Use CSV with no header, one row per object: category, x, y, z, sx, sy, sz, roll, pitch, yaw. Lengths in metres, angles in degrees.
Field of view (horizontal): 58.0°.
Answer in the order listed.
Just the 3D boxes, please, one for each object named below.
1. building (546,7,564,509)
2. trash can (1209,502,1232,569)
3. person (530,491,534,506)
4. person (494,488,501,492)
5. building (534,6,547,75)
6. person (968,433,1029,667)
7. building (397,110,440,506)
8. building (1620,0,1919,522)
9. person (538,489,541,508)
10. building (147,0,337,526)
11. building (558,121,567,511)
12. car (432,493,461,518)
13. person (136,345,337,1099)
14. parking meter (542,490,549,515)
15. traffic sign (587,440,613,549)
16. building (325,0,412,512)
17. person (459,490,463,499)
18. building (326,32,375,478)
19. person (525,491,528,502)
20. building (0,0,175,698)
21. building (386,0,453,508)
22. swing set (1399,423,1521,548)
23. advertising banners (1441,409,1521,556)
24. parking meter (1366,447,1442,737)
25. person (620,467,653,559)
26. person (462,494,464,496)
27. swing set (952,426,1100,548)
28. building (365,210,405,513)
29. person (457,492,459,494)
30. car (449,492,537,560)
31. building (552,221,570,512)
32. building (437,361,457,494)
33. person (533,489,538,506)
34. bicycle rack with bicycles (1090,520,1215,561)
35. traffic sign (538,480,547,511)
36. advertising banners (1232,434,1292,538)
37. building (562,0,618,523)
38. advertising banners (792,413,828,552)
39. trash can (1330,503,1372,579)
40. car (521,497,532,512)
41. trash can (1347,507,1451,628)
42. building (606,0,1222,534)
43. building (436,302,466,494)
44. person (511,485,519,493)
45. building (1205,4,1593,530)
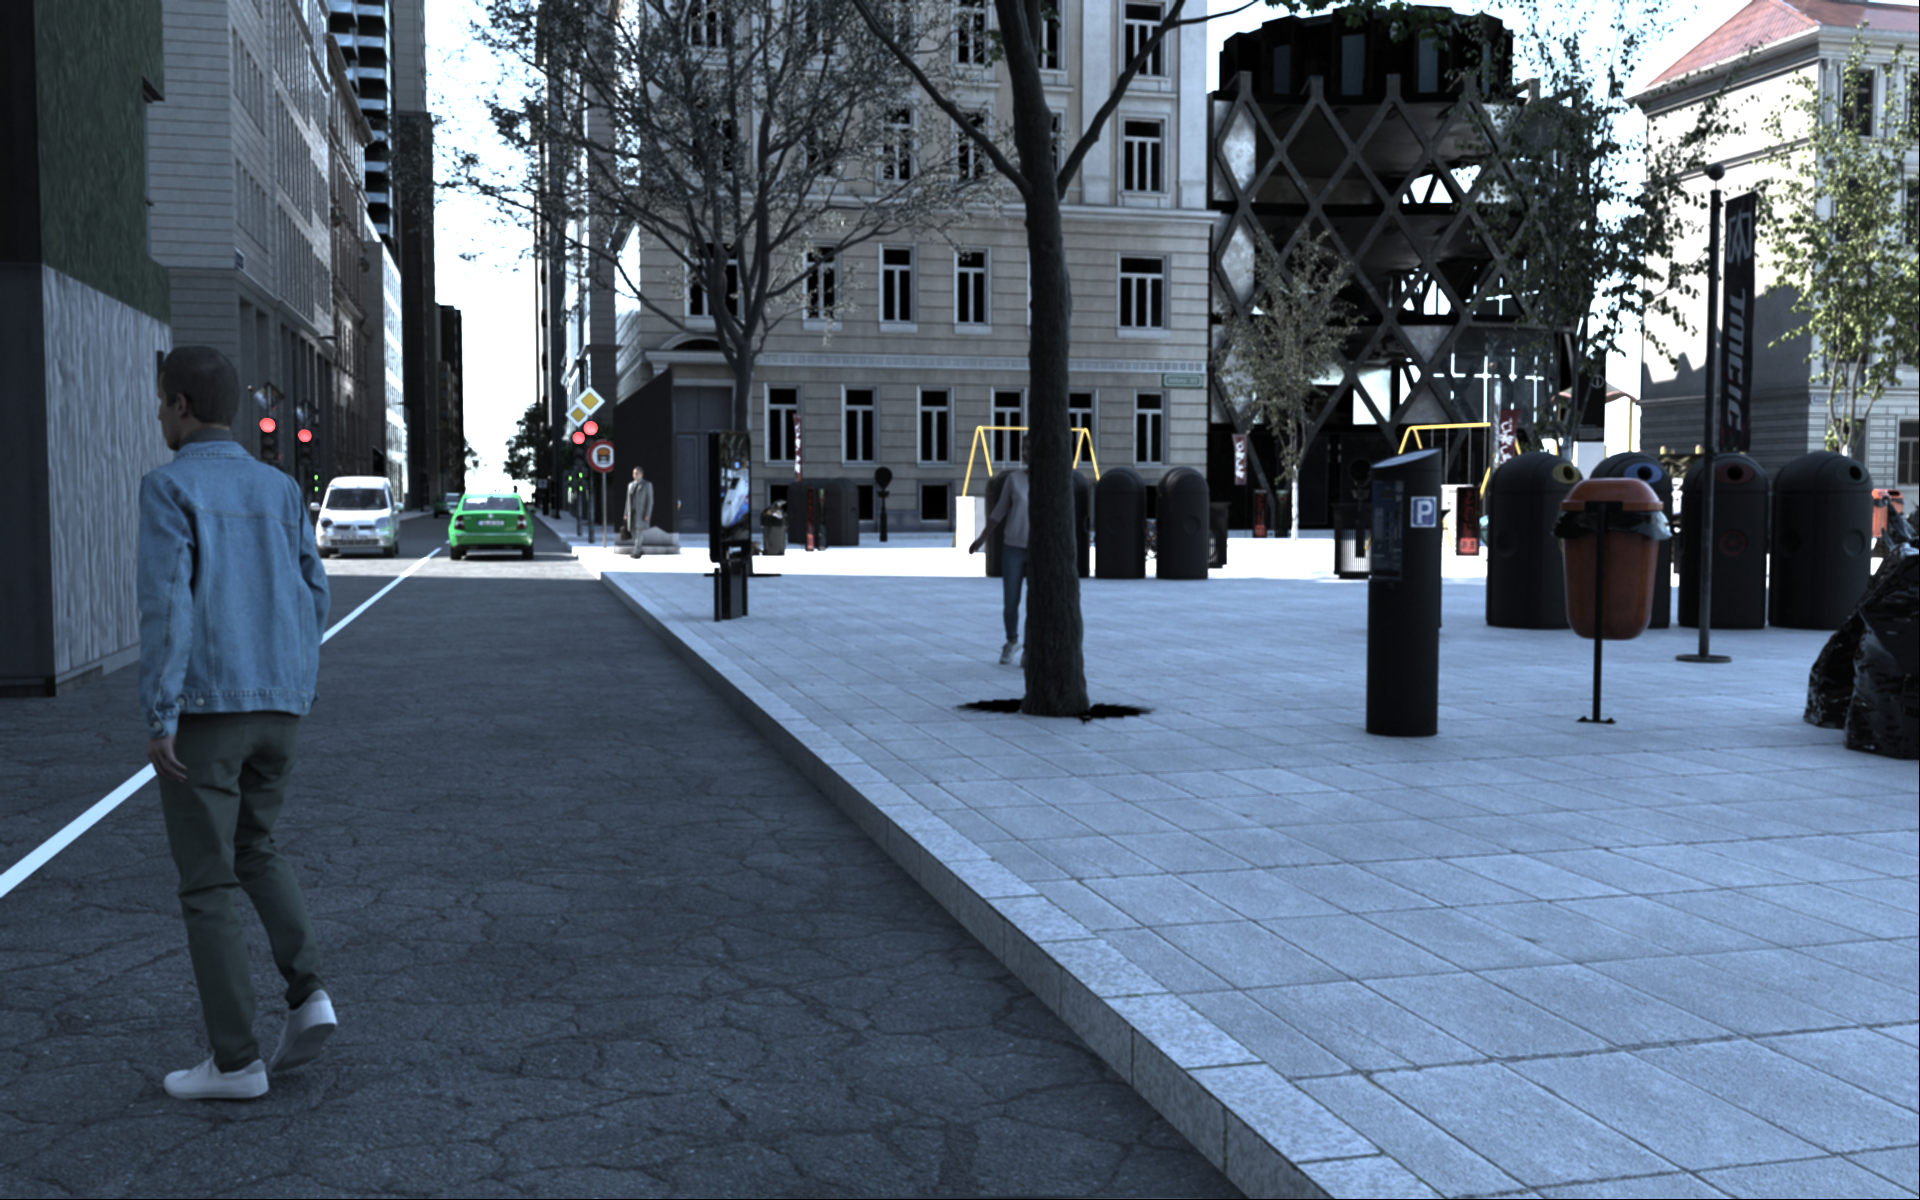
building,-27.094,-37.767,159.497,21.231,58.520,28.212,-1,4,-15
trash can,4.319,-1.117,29.913,0.748,1.137,0.748,0,3,0
person,-47.712,-11.352,193.117,0.415,1.643,0.593,-1,4,-13
person,-32.595,-6.946,122.047,0.580,1.828,0.573,-3,5,-42
building,-30.946,-36.627,188.097,28.713,52.752,27.495,-1,4,-15
person,0.427,-0.378,12.891,0.731,1.740,0.598,0,4,-4
building,-61.512,-30.264,178.403,14.154,41.232,14.086,-1,4,-15
building,39.887,-14.393,71.480,21.152,22.565,11.583,-1,4,-15
person,-38.537,-9.312,158.995,0.721,1.736,1.217,-1,4,-17
building,-30.365,-17.504,63.677,11.434,29.767,29.804,-1,4,-15
building,-24.826,-22.441,138.618,14.160,30.474,14.107,-1,4,-15
car,-30.917,-5.871,104.782,1.959,1.807,4.718,-1,4,-16
person,-1.724,0.289,4.127,0.444,1.785,0.601,2,4,30
parking meter,-24.959,-5.866,104.323,0.372,1.533,0.369,0,3,0
traffic sign,-8.355,-2.481,40.673,0.768,2.556,0.104,0,4,-6
building,-54.498,-50.203,133.488,22.319,86.520,31.000,-1,4,-15
person,-66.383,-13.699,229.884,0.709,1.838,0.599,1,4,19
building,-37.927,-17.941,90.598,12.463,27.353,25.104,-1,4,-15
person,-67.581,-16.076,269.817,0.436,1.711,0.756,0,4,-5
building,-12.656,-14.423,7.510,14.160,30.474,14.107,-1,4,-15
building,-73.214,-47.269,211.093,20.563,71.187,20.611,-1,4,-15
swing set,11.168,-2.543,39.203,2.862,2.851,3.119,-2,4,-31
advertising banners,10.474,-2.420,35.752,2.074,3.025,0.090,1,4,14
parking meter,2.375,-0.052,9.267,0.372,1.533,0.369,0,3,0
person,-6.400,-1.718,34.235,0.694,1.812,0.767,2,4,25
person,-71.562,-14.849,249.374,0.434,1.755,0.990,2,4,28
swing set,1.831,-2.640,40.788,3.119,2.851,2.862,-2,4,-26
building,-41.862,-15.699,111.429,10.420,20.320,16.860,-1,4,-15
person,-68.843,-14.202,238.265,1.348,1.821,0.705,0,4,-1
car,-10.567,-1.857,39.165,1.959,1.807,4.718,-1,4,-14
building,-21.285,-17.186,117.143,11.583,22.565,21.152,-1,4,-15
building,-83.530,-23.908,235.929,27.650,21.520,28.899,-1,4,-15
person,-44.026,-10.620,179.684,0.705,1.823,1.348,-3,4,-37
bicycle rack with bicycles,3.802,-1.241,33.680,2.925,0.926,2.852,-2,4,-28
traffic sign,-28.877,-7.200,119.841,0.606,2.300,0.079,0,4,-7
advertising banners,8.808,-3.330,50.633,2.074,3.025,0.090,-2,4,-24
building,-14.996,-19.253,92.281,11.434,29.767,29.804,-1,4,-15
advertising banners,-3.340,-2.591,38.551,0.090,3.025,2.074,1,4,16
trash can,5.971,-0.891,26.214,0.748,1.137,0.748,0,3,0
car,-19.265,-3.936,73.389,2.155,1.783,4.494,-1,4,-13
trash can,4.123,-0.262,15.939,0.748,1.137,0.748,0,3,0
building,-2.341,-16.929,62.689,20.117,28.700,13.634,-1,4,-15
building,-81.451,-29.765,258.366,14.160,30.474,14.107,-1,4,-15
person,-17.690,-3.696,69.033,0.767,1.812,0.694,0,4,2
building,15.361,-12.283,68.279,16.811,18.784,16.820,-1,4,-15
